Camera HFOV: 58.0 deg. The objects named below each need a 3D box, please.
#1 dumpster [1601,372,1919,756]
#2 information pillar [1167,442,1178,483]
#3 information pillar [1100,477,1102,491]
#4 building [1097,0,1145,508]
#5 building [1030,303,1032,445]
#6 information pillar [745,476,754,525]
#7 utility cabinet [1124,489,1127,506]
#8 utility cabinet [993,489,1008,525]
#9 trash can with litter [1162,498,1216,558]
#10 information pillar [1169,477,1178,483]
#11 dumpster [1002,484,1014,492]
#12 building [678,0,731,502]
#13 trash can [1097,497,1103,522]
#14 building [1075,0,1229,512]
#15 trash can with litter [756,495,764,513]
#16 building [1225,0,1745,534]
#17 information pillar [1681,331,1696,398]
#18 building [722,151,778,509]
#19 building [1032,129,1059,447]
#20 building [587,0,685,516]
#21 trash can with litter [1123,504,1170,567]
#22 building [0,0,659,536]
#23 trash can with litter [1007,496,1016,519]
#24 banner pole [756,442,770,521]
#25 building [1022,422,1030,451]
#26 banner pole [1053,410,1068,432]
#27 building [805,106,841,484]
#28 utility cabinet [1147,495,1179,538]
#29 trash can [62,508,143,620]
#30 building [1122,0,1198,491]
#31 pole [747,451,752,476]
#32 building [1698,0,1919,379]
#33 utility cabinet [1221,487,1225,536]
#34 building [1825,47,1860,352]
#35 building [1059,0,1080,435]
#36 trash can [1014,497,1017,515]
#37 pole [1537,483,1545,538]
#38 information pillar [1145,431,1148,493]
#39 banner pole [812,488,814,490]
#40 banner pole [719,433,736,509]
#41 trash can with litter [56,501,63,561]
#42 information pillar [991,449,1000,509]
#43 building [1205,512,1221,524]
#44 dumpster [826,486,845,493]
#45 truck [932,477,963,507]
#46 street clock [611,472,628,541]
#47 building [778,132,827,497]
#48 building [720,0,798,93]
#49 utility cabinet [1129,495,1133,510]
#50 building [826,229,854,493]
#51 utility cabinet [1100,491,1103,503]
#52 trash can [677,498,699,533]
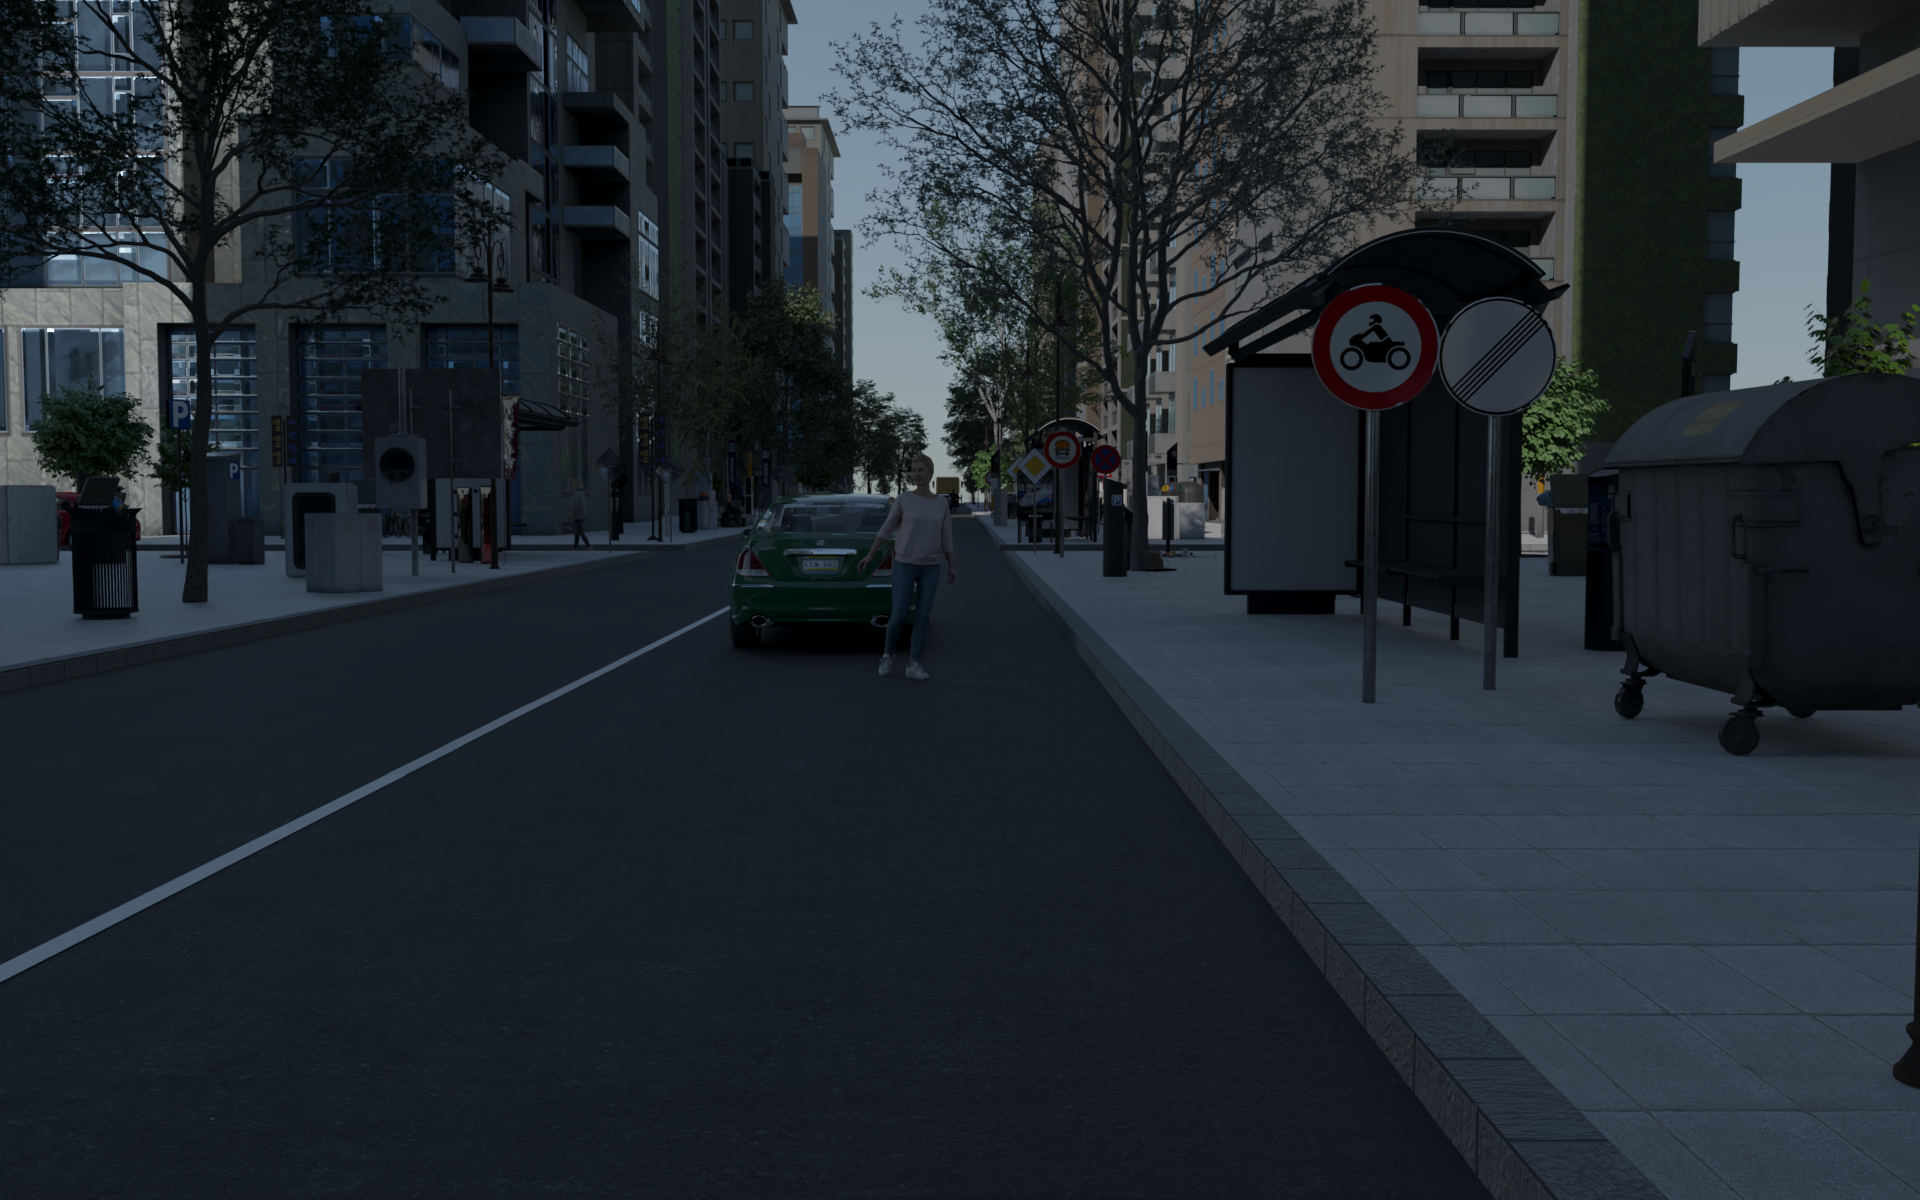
[{"bbox_3d":[4.331,-0.207,9.140,1.264,1.857,1.865,0,4,0],"label":"dumpster"},{"bbox_3d":[9.516,-5.278,77.647,0.504,3.616,0.183,1,4,19],"label":"information pillar"},{"bbox_3d":[9.786,-7.778,118.528,0.504,3.616,0.183,1,4,19],"label":"information pillar"},{"bbox_3d":[19.949,-42.553,133.987,20.563,71.187,20.611,0,3,0],"label":"building"},{"bbox_3d":[16.740,-28.886,243.991,14.160,30.474,14.107,0,3,0],"label":"building"},{"bbox_3d":[-8.711,-4.102,71.562,0.304,2.012,0.304,0,4,6],"label":"information pillar"},{"bbox_3d":[4.930,-2.735,53.394,0.318,1.500,1.173,0,4,-2],"label":"utility cabinet"},{"bbox_3d":[1.652,-3.765,70.238,0.318,1.500,1.173,-1,4,-13],"label":"utility cabinet"},{"bbox_3d":[4.386,-1.510,35.752,1.678,1.210,2.233,0,4,4],"label":"trash can with litter"},{"bbox_3d":[8.980,-4.190,72.995,0.304,2.012,0.304,2,4,30],"label":"information pillar"},{"bbox_3d":[3.551,-7.097,118.537,1.502,2.255,1.985,0,3,0],"label":"dumpster"},{"bbox_3d":[-26.517,-42.280,129.534,20.563,71.187,20.611,0,3,0],"label":"building"},{"bbox_3d":[6.062,-4.028,77.514,0.748,1.137,0.748,0,3,0],"label":"trash can"},{"bbox_3d":[17.588,-30.744,152.768,14.600,45.320,14.200,0,3,0],"label":"building"},{"bbox_3d":[-13.833,-6.642,119.656,1.678,1.210,2.233,0,4,2],"label":"trash can with litter"},{"bbox_3d":[17.213,-23.003,59.699,14.086,41.232,14.154,0,3,0],"label":"building"},{"bbox_3d":[10.414,-2.047,24.823,0.183,3.616,0.504,2,4,34],"label":"information pillar"},{"bbox_3d":[-23.427,-23.044,148.466,14.160,30.474,14.107,0,3,0],"label":"building"},{"bbox_3d":[20.475,-36.762,224.759,21.300,48.544,21.600,0,3,0],"label":"building"},{"bbox_3d":[-23.802,-25.339,97.881,14.154,41.232,14.086,0,3,0],"label":"building"},{"bbox_3d":[3.127,-1.157,30.307,1.055,1.170,0.624,0,4,0],"label":"trash can with litter"},{"bbox_3d":[-23.666,-46.076,66.013,22.319,86.520,31.000,0,3,0],"label":"building"},{"bbox_3d":[2.688,-4.719,88.538,0.624,1.170,1.055,-1,4,-11],"label":"trash can with litter"},{"bbox_3d":[-9.406,-5.676,82.815,0.863,3.779,0.401,2,4,33],"label":"banner pole"},{"bbox_3d":[23.658,-25.751,266.075,27.650,21.520,28.899,0,3,0],"label":"building"},{"bbox_3d":[2.965,-3.770,51.659,0.401,3.779,0.863,-2,4,-35],"label":"banner pole"},{"bbox_3d":[-31.474,-39.750,239.154,28.713,52.752,27.495,0,3,0],"label":"building"},{"bbox_3d":[5.909,-2.440,51.051,1.020,1.237,0.306,2,4,28],"label":"utility cabinet"},{"bbox_3d":[-8.808,-0.378,17.838,0.748,1.137,0.748,0,3,0],"label":"trash can"},{"bbox_3d":[22.091,-29.672,104.752,23.786,49.044,30.456,0,3,0],"label":"building"},{"bbox_3d":[-10.015,-5.425,82.549,0.158,3.312,0.155,0,3,0],"label":"pole"},{"bbox_3d":[25.591,-26.016,14.595,28.713,52.752,27.495,0,3,0],"label":"building"},{"bbox_3d":[8.025,-2.653,52.051,0.318,1.500,1.173,0,4,4],"label":"utility cabinet"},{"bbox_3d":[43.055,-26.670,59.759,21.600,48.544,21.300,0,3,0],"label":"building"},{"bbox_3d":[20.391,-38.639,173.752,21.231,58.520,28.212,0,3,0],"label":"building"},{"bbox_3d":[3.419,-5.360,99.286,0.748,1.137,0.748,0,3,0],"label":"trash can"},{"bbox_3d":[16.947,-3.464,50.486,0.158,3.312,0.155,0,3,0],"label":"pole"},{"bbox_3d":[6.902,-4.471,64.450,0.183,3.616,0.504,0,4,-3],"label":"information pillar"},{"bbox_3d":[-10.510,-7.978,120.453,0.863,3.779,0.401,-1,4,-12],"label":"banner pole"},{"bbox_3d":[-9.392,-4.926,70.565,0.863,3.779,0.401,3,5,42],"label":"banner pole"},{"bbox_3d":[-17.515,-1.301,32.665,1.055,1.170,0.624,0,4,1],"label":"trash can with litter"},{"bbox_3d":[1.836,-5.996,89.392,0.504,3.616,0.183,0,4,-3],"label":"information pillar"},{"bbox_3d":[17.904,-25.962,74.586,14.600,45.320,14.200,0,3,0],"label":"building"},{"bbox_3d":[-8.507,-6.875,118.169,1.264,1.857,1.865,0,3,0],"label":"dumpster"},{"bbox_3d":[-1.352,-11.942,191.181,3.469,3.379,9.791,0,4,-1],"label":"truck"},{"bbox_3d":[-9.533,-2.641,47.753,0.471,2.002,0.358,3,5,44],"label":"street clock"},{"bbox_3d":[-24.223,-34.769,218.587,14.600,45.320,14.200,0,3,0],"label":"building"},{"bbox_3d":[-31.046,-35.431,168.533,28.713,52.752,27.495,0,3,0],"label":"building"},{"bbox_3d":[8.414,-4.262,80.843,1.020,1.237,0.306,2,4,24],"label":"utility cabinet"},{"bbox_3d":[-23.442,-35.271,260.273,14.154,41.232,14.086,0,3,0],"label":"building"},{"bbox_3d":[8.688,-5.765,102.941,0.318,1.500,1.173,-1,4,-18],"label":"utility cabinet"},{"bbox_3d":[-8.941,-2.771,56.961,0.748,1.137,0.748,0,3,0],"label":"trash can"}]
